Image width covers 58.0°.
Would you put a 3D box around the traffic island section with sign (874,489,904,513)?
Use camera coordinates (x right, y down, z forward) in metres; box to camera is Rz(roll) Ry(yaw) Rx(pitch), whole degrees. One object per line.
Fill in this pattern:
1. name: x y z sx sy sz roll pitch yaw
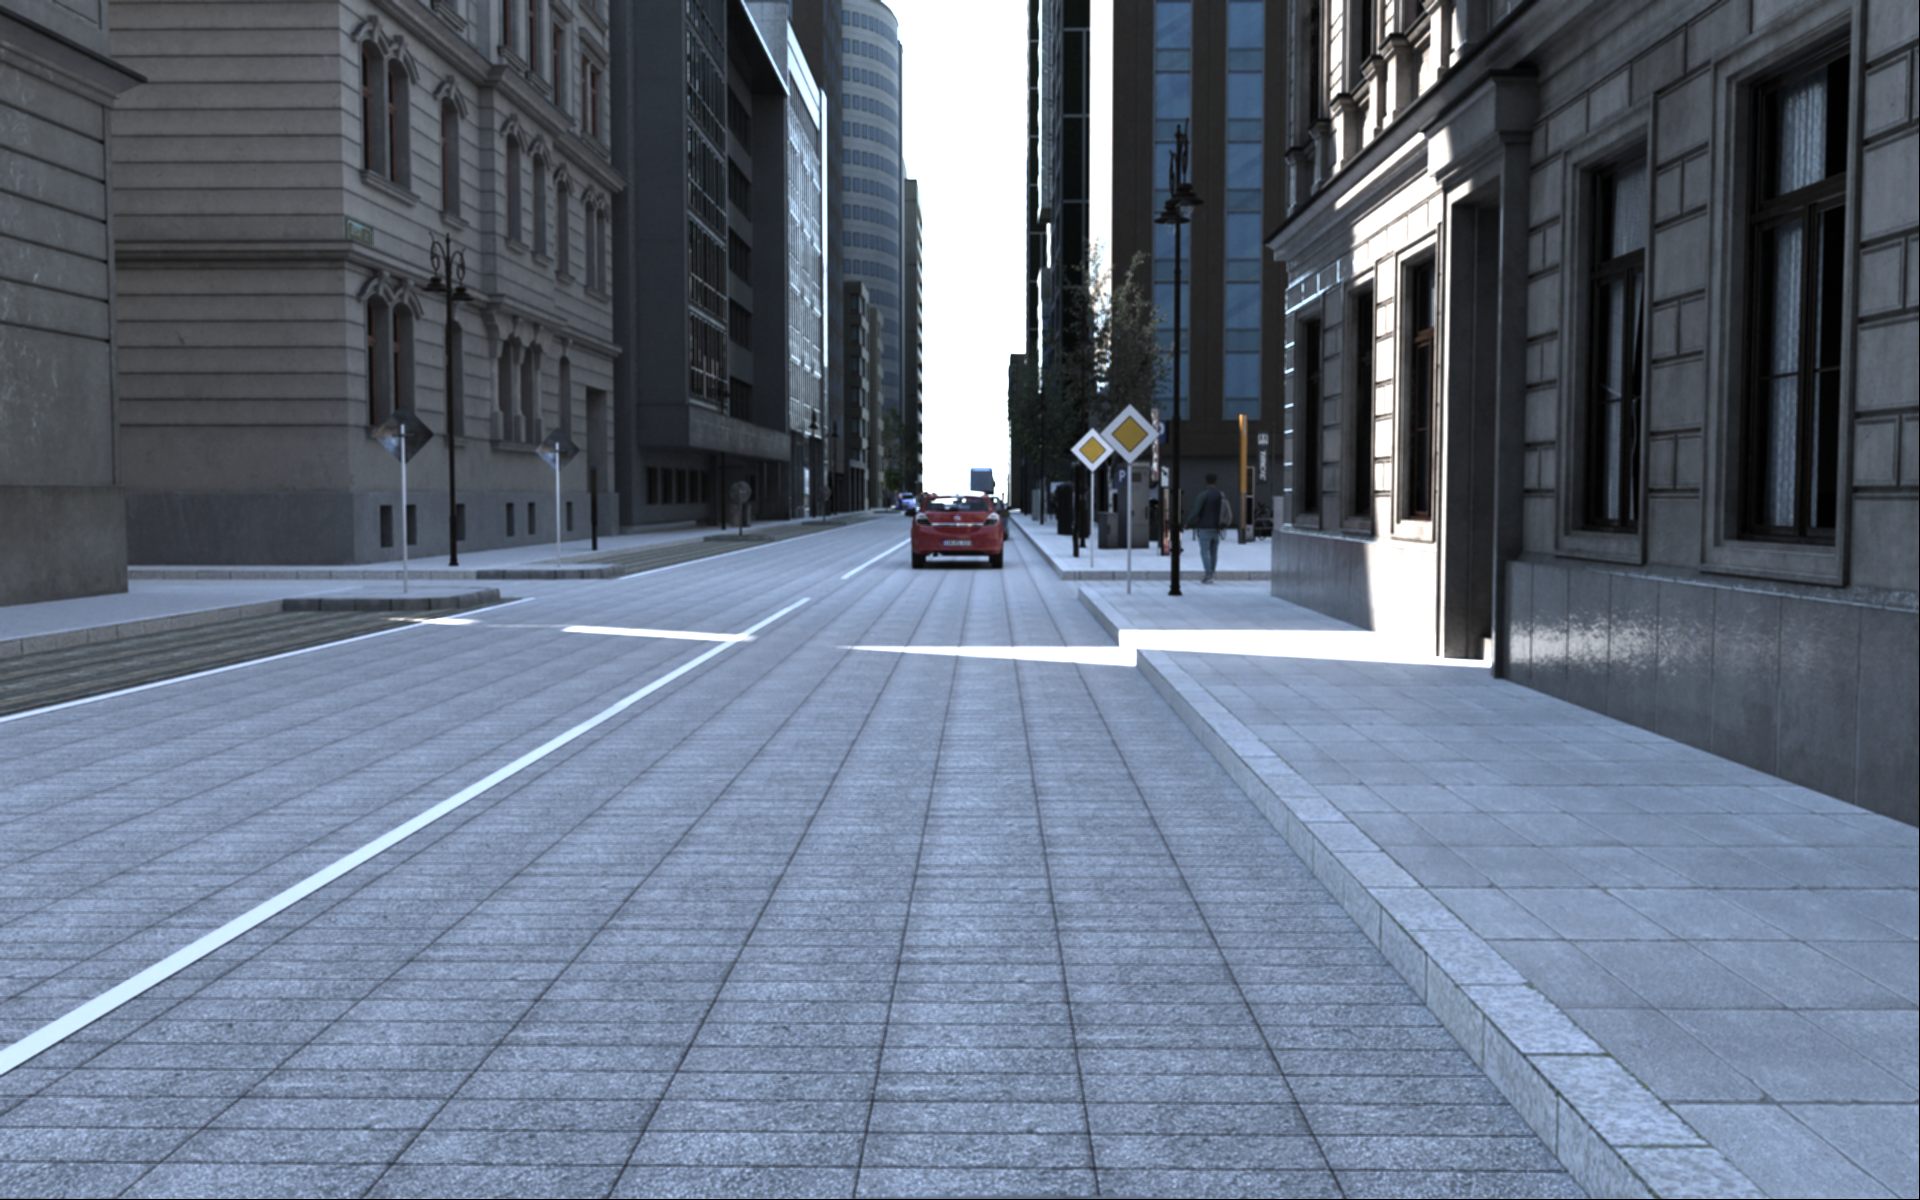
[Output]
1. traffic island section with sign: -5.439 -7.410 129.774 1.989 1.847 2.006 0 4 1

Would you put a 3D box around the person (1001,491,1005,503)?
1. person: 6.148 -14.749 247.862 0.551 1.740 0.621 0 4 1

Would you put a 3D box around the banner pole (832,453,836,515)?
1. banner pole: -7.700 -7.071 105.619 0.401 3.779 0.863 1 4 11

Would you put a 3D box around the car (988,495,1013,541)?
1. car: 0.646 -2.613 54.717 2.014 1.417 4.499 0 4 3

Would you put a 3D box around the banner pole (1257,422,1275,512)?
1. banner pole: 10.712 -4.308 60.461 0.863 3.779 0.401 -1 4 -18

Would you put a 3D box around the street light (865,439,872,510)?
1. street light: -7.252 -10.113 138.143 0.468 5.910 1.993 0 4 1

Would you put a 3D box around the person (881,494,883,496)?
1. person: -8.319 -10.460 177.076 1.348 1.822 0.705 -2 4 -35

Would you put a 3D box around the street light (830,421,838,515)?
1. street light: -7.719 -8.217 107.140 0.468 5.910 1.993 0 4 1

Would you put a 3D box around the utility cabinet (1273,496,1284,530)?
1. utility cabinet: 8.493 -2.111 45.672 0.306 1.237 1.020 1 4 20

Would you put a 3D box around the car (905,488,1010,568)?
1. car: -0.052 -1.582 34.902 2.155 1.783 4.494 0 3 0

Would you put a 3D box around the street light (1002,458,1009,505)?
1. street light: 6.053 -15.939 233.389 0.468 5.910 1.993 0 4 1

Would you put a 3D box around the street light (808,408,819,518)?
1. street light: -7.862 -7.364 93.195 0.468 5.910 1.993 0 4 1

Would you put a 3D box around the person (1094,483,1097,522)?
1. person: 6.153 -4.513 80.046 0.699 1.804 1.509 1 4 21

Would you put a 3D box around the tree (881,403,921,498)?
1. tree: -7.433 -14.759 175.728 7.601 10.594 8.767 1 4 11

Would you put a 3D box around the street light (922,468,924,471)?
1. street light: -5.425 -17.143 253.082 0.468 5.910 1.993 0 4 1

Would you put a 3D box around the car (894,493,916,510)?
1. car: -4.855 -8.860 154.445 1.945 1.707 3.694 0 4 0

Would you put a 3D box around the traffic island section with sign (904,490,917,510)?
1. traffic island section with sign: -4.967 -9.102 157.451 1.989 1.847 2.006 0 4 1

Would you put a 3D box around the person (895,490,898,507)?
1. person: -6.373 -10.281 175.048 0.530 1.710 0.541 1 4 20

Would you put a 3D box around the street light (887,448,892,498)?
1. street light: -6.815 -11.993 168.878 0.468 5.910 1.993 0 4 1

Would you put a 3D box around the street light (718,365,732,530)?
1. street light: -8.528 -5.476 62.328 0.468 5.910 1.993 0 4 1

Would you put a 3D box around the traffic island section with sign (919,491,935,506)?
1. traffic island section with sign: -4.057 -12.456 212.280 1.989 1.847 2.006 0 4 1

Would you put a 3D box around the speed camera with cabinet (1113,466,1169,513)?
1. speed camera with cabinet: 5.943 -3.883 57.825 2.038 3.252 0.660 3 4 37

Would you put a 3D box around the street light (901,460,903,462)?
1. street light: -6.378 -13.302 190.273 0.468 5.910 1.993 0 4 1

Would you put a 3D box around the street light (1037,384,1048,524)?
1. street light: 3.474 -6.143 73.218 0.468 5.910 1.993 0 4 1

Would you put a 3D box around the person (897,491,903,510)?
1. person: -5.310 -8.719 151.988 0.436 1.711 0.756 3 5 43

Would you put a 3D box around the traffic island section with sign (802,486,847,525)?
1. traffic island section with sign: -6.265 -4.384 80.306 1.989 1.847 2.006 0 4 1

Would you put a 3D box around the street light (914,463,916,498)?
1. street light: -5.834 -15.264 222.346 0.468 5.910 1.993 0 4 1

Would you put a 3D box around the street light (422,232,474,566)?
1. street light: -9.067 -3.550 30.838 0.468 5.910 1.993 0 4 1

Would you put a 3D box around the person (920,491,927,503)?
1. person: -3.605 -10.006 172.894 0.445 1.727 0.742 3 5 41

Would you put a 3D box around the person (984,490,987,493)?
1. person: 1.706 -6.776 120.228 0.756 1.711 0.436 -3 4 -37

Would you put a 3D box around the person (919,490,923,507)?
1. person: -3.939 -10.393 178.428 0.705 1.823 1.348 2 4 31

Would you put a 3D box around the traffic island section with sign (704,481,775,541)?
1. traffic island section with sign: -6.718 -2.715 53.019 1.989 1.847 2.006 0 4 1

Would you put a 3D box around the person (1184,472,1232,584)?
1. person: 4.010 -1.157 27.770 0.623 1.781 0.721 -3 4 -36

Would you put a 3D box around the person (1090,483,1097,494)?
1. person: 6.406 -4.688 82.935 0.529 1.795 0.600 -3 5 -44

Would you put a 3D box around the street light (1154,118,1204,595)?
1. street light: 2.733 -2.999 21.820 0.468 5.910 1.993 0 4 1

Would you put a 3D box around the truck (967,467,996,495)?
1. truck: 1.947 -10.786 166.103 2.967 4.110 18.799 0 4 2

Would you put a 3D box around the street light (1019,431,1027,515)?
1. street light: 4.243 -8.993 119.819 0.468 5.910 1.993 0 4 1

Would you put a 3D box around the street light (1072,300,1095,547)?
1. street light: 2.950 -4.202 41.499 0.468 5.910 1.993 0 4 1

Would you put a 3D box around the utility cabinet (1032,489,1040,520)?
1. utility cabinet: 3.670 -4.590 83.729 0.318 1.500 1.173 1 4 9
